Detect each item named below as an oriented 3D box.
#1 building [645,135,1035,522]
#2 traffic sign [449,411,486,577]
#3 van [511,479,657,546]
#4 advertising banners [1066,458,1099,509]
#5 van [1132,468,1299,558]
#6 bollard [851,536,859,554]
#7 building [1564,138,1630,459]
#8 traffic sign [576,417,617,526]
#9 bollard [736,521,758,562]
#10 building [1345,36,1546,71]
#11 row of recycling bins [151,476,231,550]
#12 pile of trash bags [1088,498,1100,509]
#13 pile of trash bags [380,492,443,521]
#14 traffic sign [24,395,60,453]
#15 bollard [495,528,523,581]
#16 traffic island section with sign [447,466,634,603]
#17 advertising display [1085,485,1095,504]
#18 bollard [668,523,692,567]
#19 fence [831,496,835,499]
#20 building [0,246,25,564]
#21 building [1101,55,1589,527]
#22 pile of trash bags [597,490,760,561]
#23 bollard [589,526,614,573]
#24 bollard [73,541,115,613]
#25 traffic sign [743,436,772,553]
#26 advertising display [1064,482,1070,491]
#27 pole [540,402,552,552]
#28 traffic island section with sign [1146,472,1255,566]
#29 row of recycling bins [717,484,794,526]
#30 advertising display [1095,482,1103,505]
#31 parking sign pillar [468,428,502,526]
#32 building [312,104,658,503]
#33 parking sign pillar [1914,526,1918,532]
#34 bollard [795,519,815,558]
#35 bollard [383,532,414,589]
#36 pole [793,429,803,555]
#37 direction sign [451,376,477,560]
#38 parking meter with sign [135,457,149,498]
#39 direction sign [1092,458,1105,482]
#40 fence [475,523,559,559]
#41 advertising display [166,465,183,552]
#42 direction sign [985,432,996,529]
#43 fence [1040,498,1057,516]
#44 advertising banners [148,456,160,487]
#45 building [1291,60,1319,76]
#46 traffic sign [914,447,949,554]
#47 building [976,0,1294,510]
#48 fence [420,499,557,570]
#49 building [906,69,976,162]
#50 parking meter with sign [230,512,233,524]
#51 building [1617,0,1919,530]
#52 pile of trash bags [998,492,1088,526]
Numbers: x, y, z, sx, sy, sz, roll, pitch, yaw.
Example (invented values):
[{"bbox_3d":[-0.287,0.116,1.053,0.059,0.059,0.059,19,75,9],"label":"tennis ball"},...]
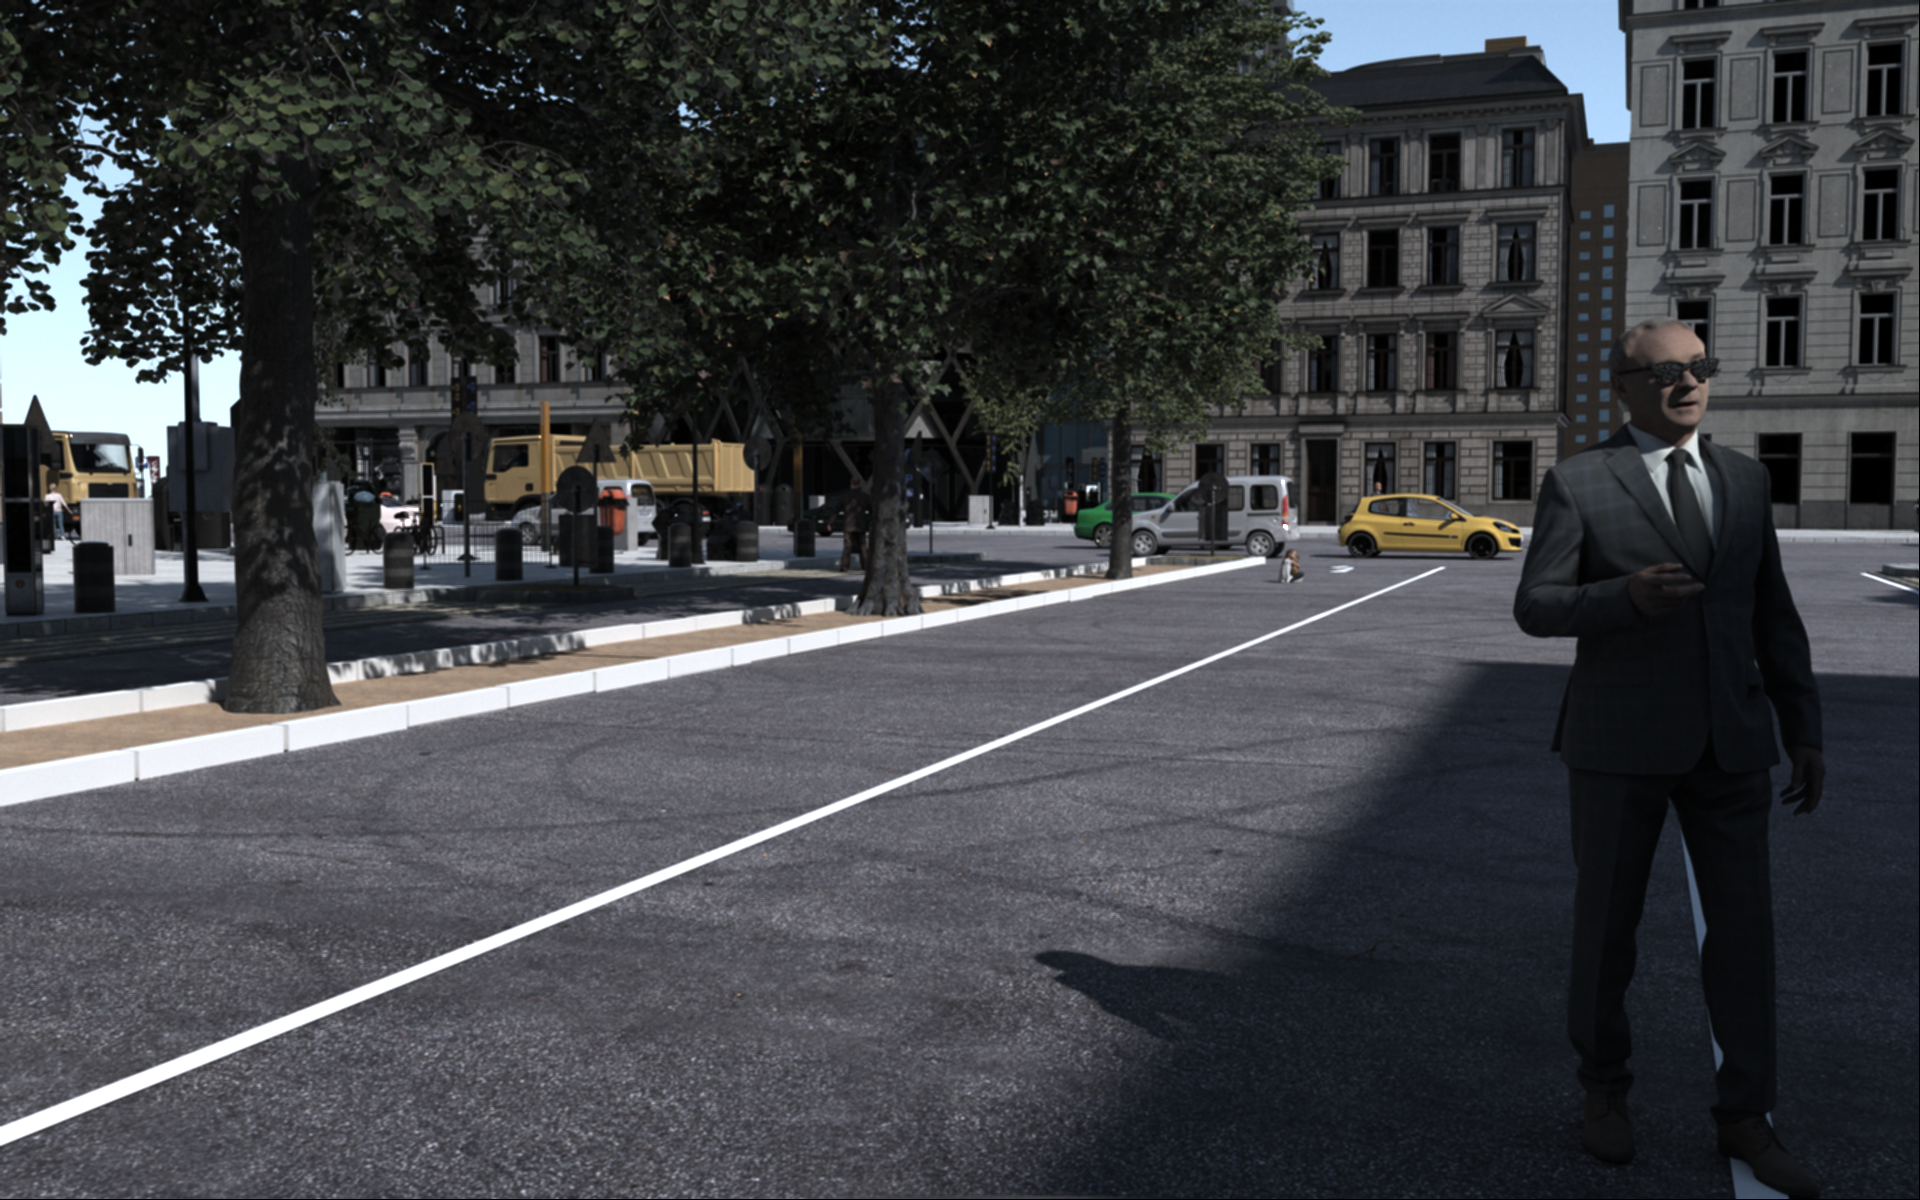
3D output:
[{"bbox_3d":[-5.093,-13.249,84.070,16.811,18.784,16.820,1,4,21],"label":"building"},{"bbox_3d":[-7.628,-1.630,26.755,0.768,2.556,0.104,2,4,30],"label":"traffic sign"},{"bbox_3d":[-10.477,-2.513,48.102,4.112,2.044,2.013,1,4,21],"label":"van"},{"bbox_3d":[5.848,-5.309,82.986,2.074,3.025,0.090,3,5,44],"label":"advertising banners"},{"bbox_3d":[5.631,-1.987,39.502,4.112,2.044,2.013,1,4,19],"label":"van"},{"bbox_3d":[-2.242,-1.390,37.437,0.404,0.777,0.398,0,3,0],"label":"bollard"},{"bbox_3d":[82.227,-34.860,220.065,14.200,45.320,14.600,1,4,21],"label":"building"},{"bbox_3d":[-6.190,-1.798,29.402,0.884,2.594,0.081,2,4,30],"label":"traffic sign"},{"bbox_3d":[-4.032,-1.106,32.796,0.404,0.777,0.398,0,3,0],"label":"bollard"},{"bbox_3d":[62.657,-42.109,230.482,28.212,58.520,21.231,1,4,21],"label":"building"},{"bbox_3d":[-17.005,-2.047,40.577,3.534,1.692,1.069,-1,4,-20],"label":"row of recycling bins"},{"bbox_3d":[5.562,-4.336,80.652,1.912,1.369,3.447,0,4,-6],"label":"pile of trash bags"},{"bbox_3d":[-25.650,-4.409,81.847,3.447,1.369,1.912,-1,4,-16],"label":"pile of trash bags"},{"bbox_3d":[-12.102,-1.387,22.685,0.884,2.594,0.081,2,4,27],"label":"traffic sign"},{"bbox_3d":[-6.732,-0.680,25.839,0.404,0.777,0.398,0,3,0],"label":"bollard"},{"bbox_3d":[-5.547,-0.913,23.561,1.989,1.847,2.006,1,4,21],"label":"traffic island section with sign"},{"bbox_3d":[9.178,-7.078,120.936,0.974,1.923,0.123,-2,4,-27],"label":"advertising display"},{"bbox_3d":[-4.929,-0.964,30.478,0.404,0.777,0.398,0,3,0],"label":"bollard"},{"bbox_3d":[-3.773,-3.272,64.707,2.264,1.192,0.480,-1,4,-15],"label":"fence"},{"bbox_3d":[-28.683,-14.847,28.653,20.117,28.700,13.634,1,4,21],"label":"building"},{"bbox_3d":[16.223,-12.784,73.648,19.286,19.102,10.561,1,4,21],"label":"building"},{"bbox_3d":[-5.623,-1.499,34.266,3.447,1.369,1.912,1,4,17],"label":"pile of trash bags"},{"bbox_3d":[-5.831,-0.822,28.156,0.404,0.777,0.398,0,3,0],"label":"bollard"},{"bbox_3d":[-9.429,-0.253,18.859,0.404,0.777,0.398,0,3,0],"label":"bollard"},{"bbox_3d":[-4.441,-2.303,37.767,0.768,2.556,0.104,2,4,30],"label":"traffic sign"},{"bbox_3d":[5.885,-5.513,95.353,0.123,1.923,0.974,-1,4,-8],"label":"advertising display"},{"bbox_3d":[-9.173,-2.721,38.334,0.158,3.312,0.155,0,3,0],"label":"pole"},{"bbox_3d":[5.013,-1.660,35.271,2.006,1.907,1.989,1,4,21],"label":"traffic island section with sign"},{"bbox_3d":[-8.404,-3.842,69.932,3.534,1.692,1.069,1,4,13],"label":"row of recycling bins"},{"bbox_3d":[7.377,-5.266,91.307,0.123,1.923,0.974,0,4,-4],"label":"advertising display"},{"bbox_3d":[-19.411,-5.015,70.463,1.447,3.967,1.447,-1,4,-20],"label":"parking sign pillar"},{"bbox_3d":[-32.633,-14.758,92.200,40.483,20.767,10.553,1,4,21],"label":"building"},{"bbox_3d":[33.095,-4.281,58.466,1.447,3.967,1.447,-1,4,-12],"label":"parking sign pillar"},{"bbox_3d":[-3.138,-1.248,35.115,0.404,0.777,0.398,0,3,0],"label":"bollard"},{"bbox_3d":[-7.626,-0.538,23.519,0.404,0.777,0.398,0,3,0],"label":"bollard"},{"bbox_3d":[-3.415,-2.610,36.516,0.158,3.312,0.155,0,3,0],"label":"pole"},{"bbox_3d":[-9.580,-2.540,33.533,0.876,3.537,0.379,3,5,42],"label":"direction sign"},{"bbox_3d":[-38.616,-5.211,81.464,0.543,3.016,1.738,-3,4,-36],"label":"parking meter with sign"},{"bbox_3d":[8.600,-7.072,107.621,0.876,3.537,0.379,2,4,29],"label":"direction sign"},{"bbox_3d":[-8.822,-1.188,34.795,2.069,0.683,0.278,-3,5,-42],"label":"fence"},{"bbox_3d":[-17.212,-2.016,38.171,0.974,1.923,0.123,3,5,43],"label":"advertising display"},{"bbox_3d":[1.126,-4.384,63.681,0.379,3.537,0.876,2,4,23],"label":"direction sign"},{"bbox_3d":[5.551,-5.274,97.429,2.264,1.192,0.480,-1,4,-12],"label":"fence"},{"bbox_3d":[-36.247,-5.107,79.685,2.074,3.025,0.090,0,4,-7],"label":"advertising banners"},{"bbox_3d":[23.361,-31.788,174.352,28.867,44.769,22.147,1,4,21],"label":"building"},{"bbox_3d":[-0.619,-2.048,37.127,0.795,2.450,0.064,1,4,21],"label":"traffic sign"},{"bbox_3d":[15.070,-32.104,144.516,23.786,49.044,30.456,1,4,21],"label":"building"},{"bbox_3d":[-8.134,-1.140,29.849,2.264,1.192,0.480,-1,4,-18],"label":"fence"},{"bbox_3d":[-0.332,-34.289,184.325,21.600,48.544,21.300,1,4,21],"label":"building"},{"bbox_3d":[-31.926,-4.820,75.070,1.738,3.016,0.543,2,4,28],"label":"parking meter with sign"},{"bbox_3d":[47.567,-17.562,63.560,44.131,29.872,17.030,1,4,21],"label":"building"},{"bbox_3d":[3.164,-3.714,70.480,3.447,1.369,1.912,1,4,20],"label":"pile of trash bags"}]
